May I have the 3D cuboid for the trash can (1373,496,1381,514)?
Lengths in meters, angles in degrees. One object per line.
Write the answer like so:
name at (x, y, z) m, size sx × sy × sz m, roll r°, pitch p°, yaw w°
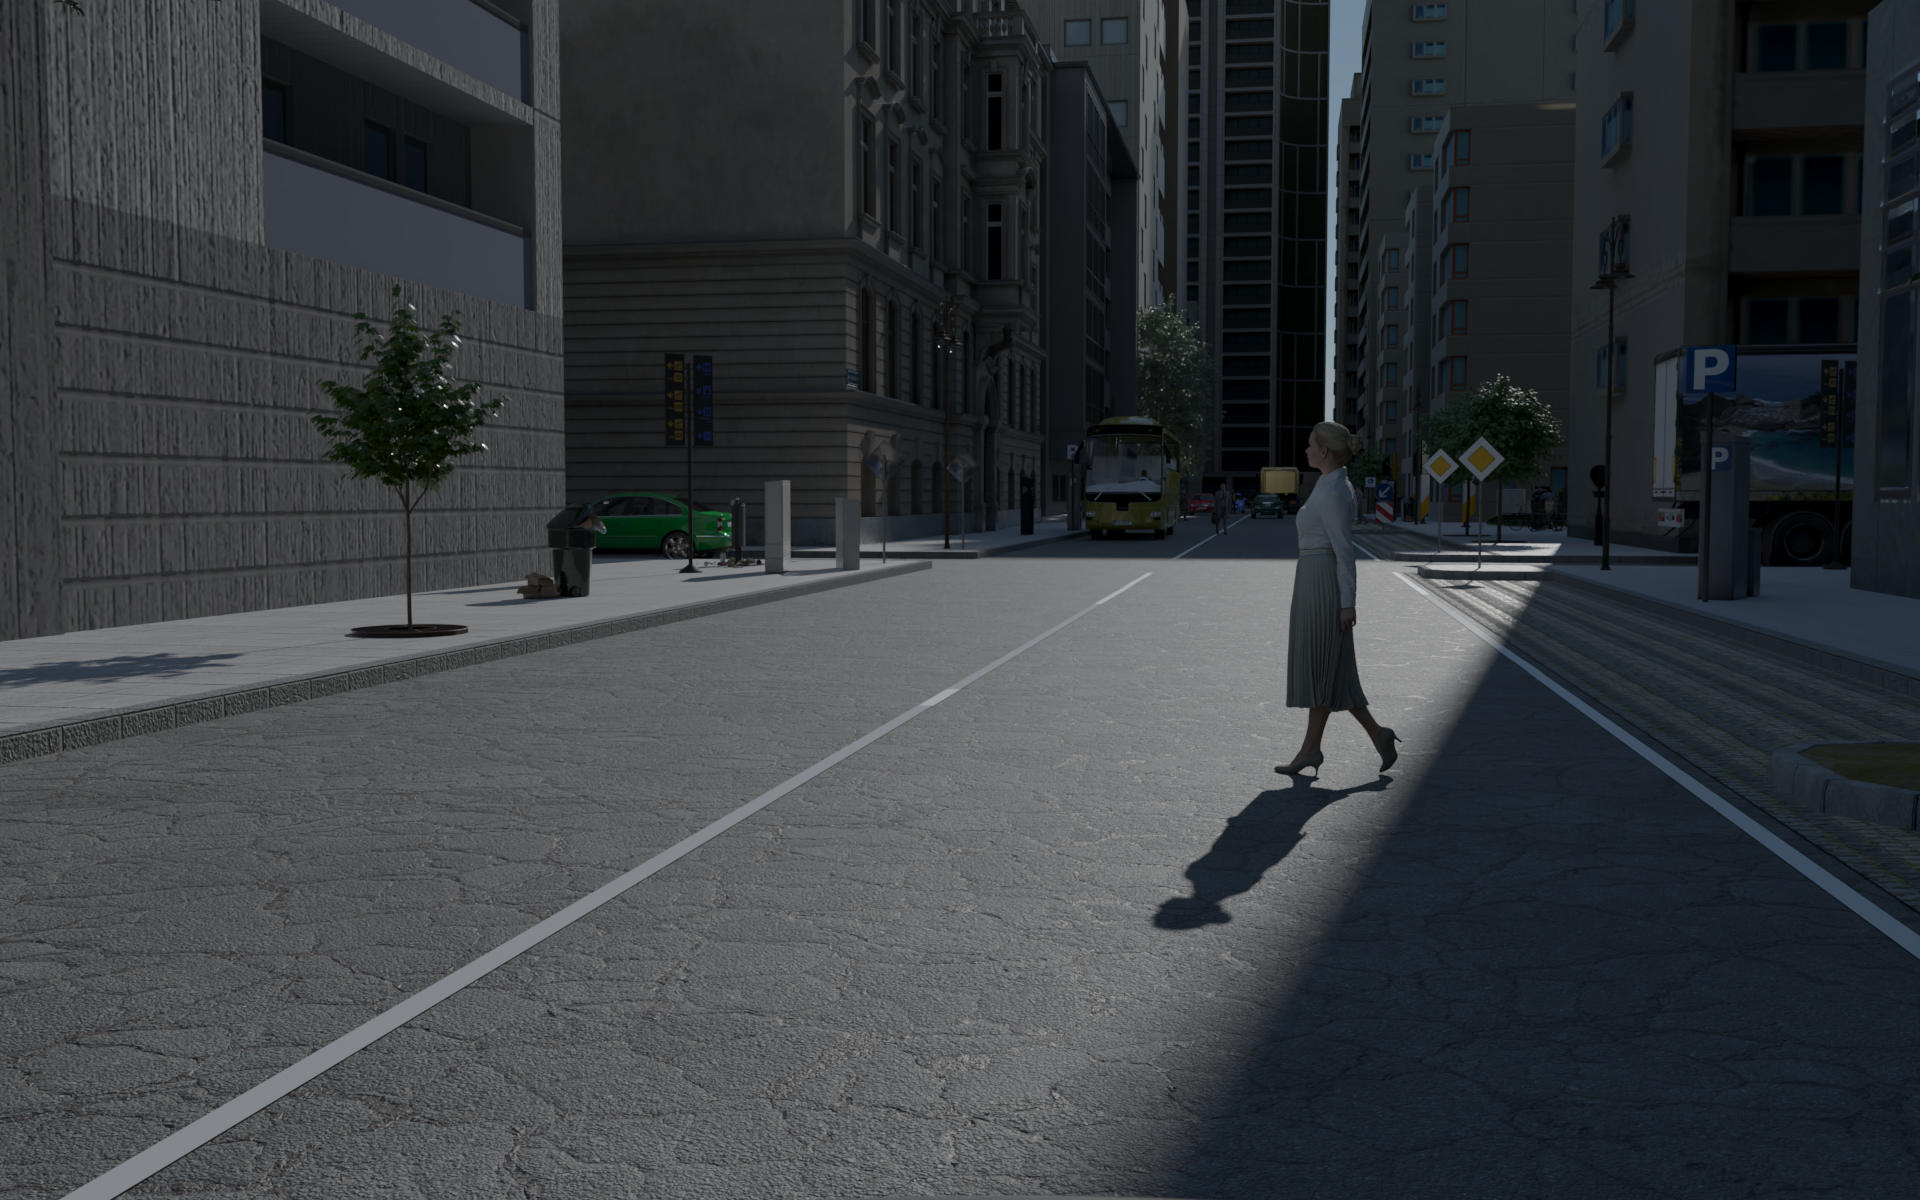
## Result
trash can at (25.903, -5.828, 106.937) m, size 0.748 × 1.137 × 0.748 m, roll 0°, pitch 3°, yaw 0°

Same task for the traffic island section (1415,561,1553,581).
traffic island section at (9.035, -0.476, 30.064) m, size 2.009 × 0.180 × 2.903 m, roll 1°, pitch 4°, yaw 11°

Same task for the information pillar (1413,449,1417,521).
information pillar at (21.349, -5.494, 81.174) m, size 0.183 × 3.616 × 0.504 m, roll 2°, pitch 4°, yaw 32°

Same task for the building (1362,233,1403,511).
building at (44.345, -17.218, 126.560) m, size 27.650 × 21.520 × 28.899 m, roll 1°, pitch 4°, yaw 11°

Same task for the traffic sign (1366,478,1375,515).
traffic sign at (24.962, -6.312, 105.334) m, size 0.606 × 2.300 × 0.079 m, roll 1°, pitch 4°, yaw 18°

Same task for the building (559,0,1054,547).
building at (-4.648, -14.667, 58.886) m, size 14.460 × 24.649 × 34.723 m, roll 1°, pitch 4°, yaw 11°

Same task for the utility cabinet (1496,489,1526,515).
utility cabinet at (23.968, -4.078, 75.350) m, size 1.173 × 1.500 × 0.318 m, roll 3°, pitch 4°, yaw 39°

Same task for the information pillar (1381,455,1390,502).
information pillar at (25.211, -6.799, 102.524) m, size 0.504 × 3.616 × 0.183 m, roll -1°, pitch 4°, yaw -12°

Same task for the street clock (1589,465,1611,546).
street clock at (15.837, -2.345, 42.905) m, size 0.471 × 2.002 × 0.358 m, roll 1°, pitch 4°, yaw 11°

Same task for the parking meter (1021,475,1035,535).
parking meter at (2.117, -2.972, 54.296) m, size 0.399 × 1.863 × 0.255 m, roll 2°, pitch 4°, yaw 35°

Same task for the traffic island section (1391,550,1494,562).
traffic island section at (10.507, -0.956, 37.912) m, size 2.009 × 0.180 × 2.903 m, roll 1°, pitch 4°, yaw 11°

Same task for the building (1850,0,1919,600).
building at (20.260, -42.267, 3.731) m, size 22.319 × 86.520 × 31.000 m, roll 1°, pitch 4°, yaw 11°

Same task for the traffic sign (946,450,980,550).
traffic sign at (0.073, -2.212, 39.805) m, size 0.795 × 2.450 × 0.064 m, roll 1°, pitch 4°, yaw 11°

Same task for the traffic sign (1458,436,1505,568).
traffic sign at (9.011, -1.612, 29.991) m, size 0.795 × 2.450 × 0.064 m, roll 1°, pitch 4°, yaw 11°

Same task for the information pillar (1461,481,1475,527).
information pillar at (19.619, -4.613, 66.781) m, size 0.504 × 3.616 × 0.183 m, roll -1°, pitch 4°, yaw -10°

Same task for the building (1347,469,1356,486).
building at (49.042, -44.858, 171.682) m, size 20.563 × 71.187 × 20.611 m, roll 1°, pitch 4°, yaw 11°

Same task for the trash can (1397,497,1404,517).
trash can at (24.587, -5.213, 96.882) m, size 0.748 × 1.137 × 0.748 m, roll 0°, pitch 3°, yaw 0°

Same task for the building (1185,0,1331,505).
building at (32.972, -46.870, 204.581) m, size 20.611 × 71.187 × 20.563 m, roll 1°, pitch 4°, yaw 11°

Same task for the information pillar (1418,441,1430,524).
information pillar at (19.930, -5.071, 74.270) m, size 0.504 × 3.616 × 0.183 m, roll -2°, pitch 4°, yaw -32°

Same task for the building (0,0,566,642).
building at (-20.749, -29.450, 23.503) m, size 28.212 × 58.520 × 21.231 m, roll 1°, pitch 4°, yaw 11°

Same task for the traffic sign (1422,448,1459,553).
traffic sign at (10.482, -2.092, 37.840) m, size 0.795 × 2.450 × 0.064 m, roll 1°, pitch 4°, yaw 11°

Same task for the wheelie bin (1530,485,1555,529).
wheelie bin at (21.131, -3.358, 62.810) m, size 0.693 × 1.594 × 0.980 m, roll -3°, pitch 4°, yaw -37°

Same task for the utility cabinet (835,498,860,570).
utility cabinet at (-1.919, -1.132, 29.674) m, size 0.306 × 1.237 × 1.020 m, roll -1°, pitch 4°, yaw -11°

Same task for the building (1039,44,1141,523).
building at (1.118, -16.632, 90.996) m, size 14.314 × 24.678 × 30.058 m, roll 1°, pitch 4°, yaw 11°

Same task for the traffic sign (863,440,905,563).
traffic sign at (-1.399, -1.732, 31.956) m, size 0.795 × 2.450 × 0.064 m, roll 1°, pitch 4°, yaw 11°

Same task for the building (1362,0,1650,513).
building at (46.244, -32.279, 151.464) m, size 21.300 × 48.544 × 21.600 m, roll 1°, pitch 4°, yaw 11°

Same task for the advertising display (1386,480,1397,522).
advertising display at (19.966, -4.583, 80.152) m, size 0.123 × 1.923 × 0.974 m, roll 0°, pitch 4°, yaw -7°

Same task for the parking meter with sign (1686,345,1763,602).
parking meter with sign at (9.358, -1.520, 21.109) m, size 0.543 × 3.016 × 1.738 m, roll 3°, pitch 4°, yaw 38°

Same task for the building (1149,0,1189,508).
building at (12.190, -30.512, 148.975) m, size 14.600 × 45.320 × 14.200 m, roll 1°, pitch 4°, yaw 11°

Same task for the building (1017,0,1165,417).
building at (1.110, -33.053, 129.648) m, size 28.713 × 52.752 × 27.495 m, roll 1°, pitch 4°, yaw 11°

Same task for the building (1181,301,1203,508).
building at (9.604, -20.313, 177.165) m, size 28.899 × 21.520 × 27.650 m, roll 1°, pitch 4°, yaw 11°

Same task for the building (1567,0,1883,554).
building at (27.758, -25.729, 44.370) m, size 21.600 × 48.544 × 21.300 m, roll 1°, pitch 4°, yaw 11°

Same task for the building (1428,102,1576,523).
building at (38.079, -14.936, 89.240) m, size 27.650 × 21.520 × 28.899 m, roll 1°, pitch 4°, yaw 11°

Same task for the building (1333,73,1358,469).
building at (54.546, -35.334, 201.405) m, size 21.600 × 48.544 × 21.300 m, roll 1°, pitch 4°, yaw 11°

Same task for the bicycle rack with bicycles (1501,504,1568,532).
bicycle rack with bicycles at (20.291, -2.865, 60.226) m, size 2.925 × 0.926 × 2.852 m, roll -1°, pitch 4°, yaw -18°

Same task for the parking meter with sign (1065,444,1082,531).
parking meter with sign at (4.036, -3.958, 60.981) m, size 0.543 × 3.016 × 1.738 m, roll 1°, pitch 4°, yaw 9°

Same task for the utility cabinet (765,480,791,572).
utility cabinet at (-3.001, -1.207, 28.421) m, size 0.318 × 1.500 × 1.173 m, roll 0°, pitch 4°, yaw 0°

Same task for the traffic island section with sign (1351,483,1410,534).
traffic island section with sign at (15.053, -3.270, 62.090) m, size 1.989 × 1.847 × 2.006 m, roll 1°, pitch 4°, yaw 11°
